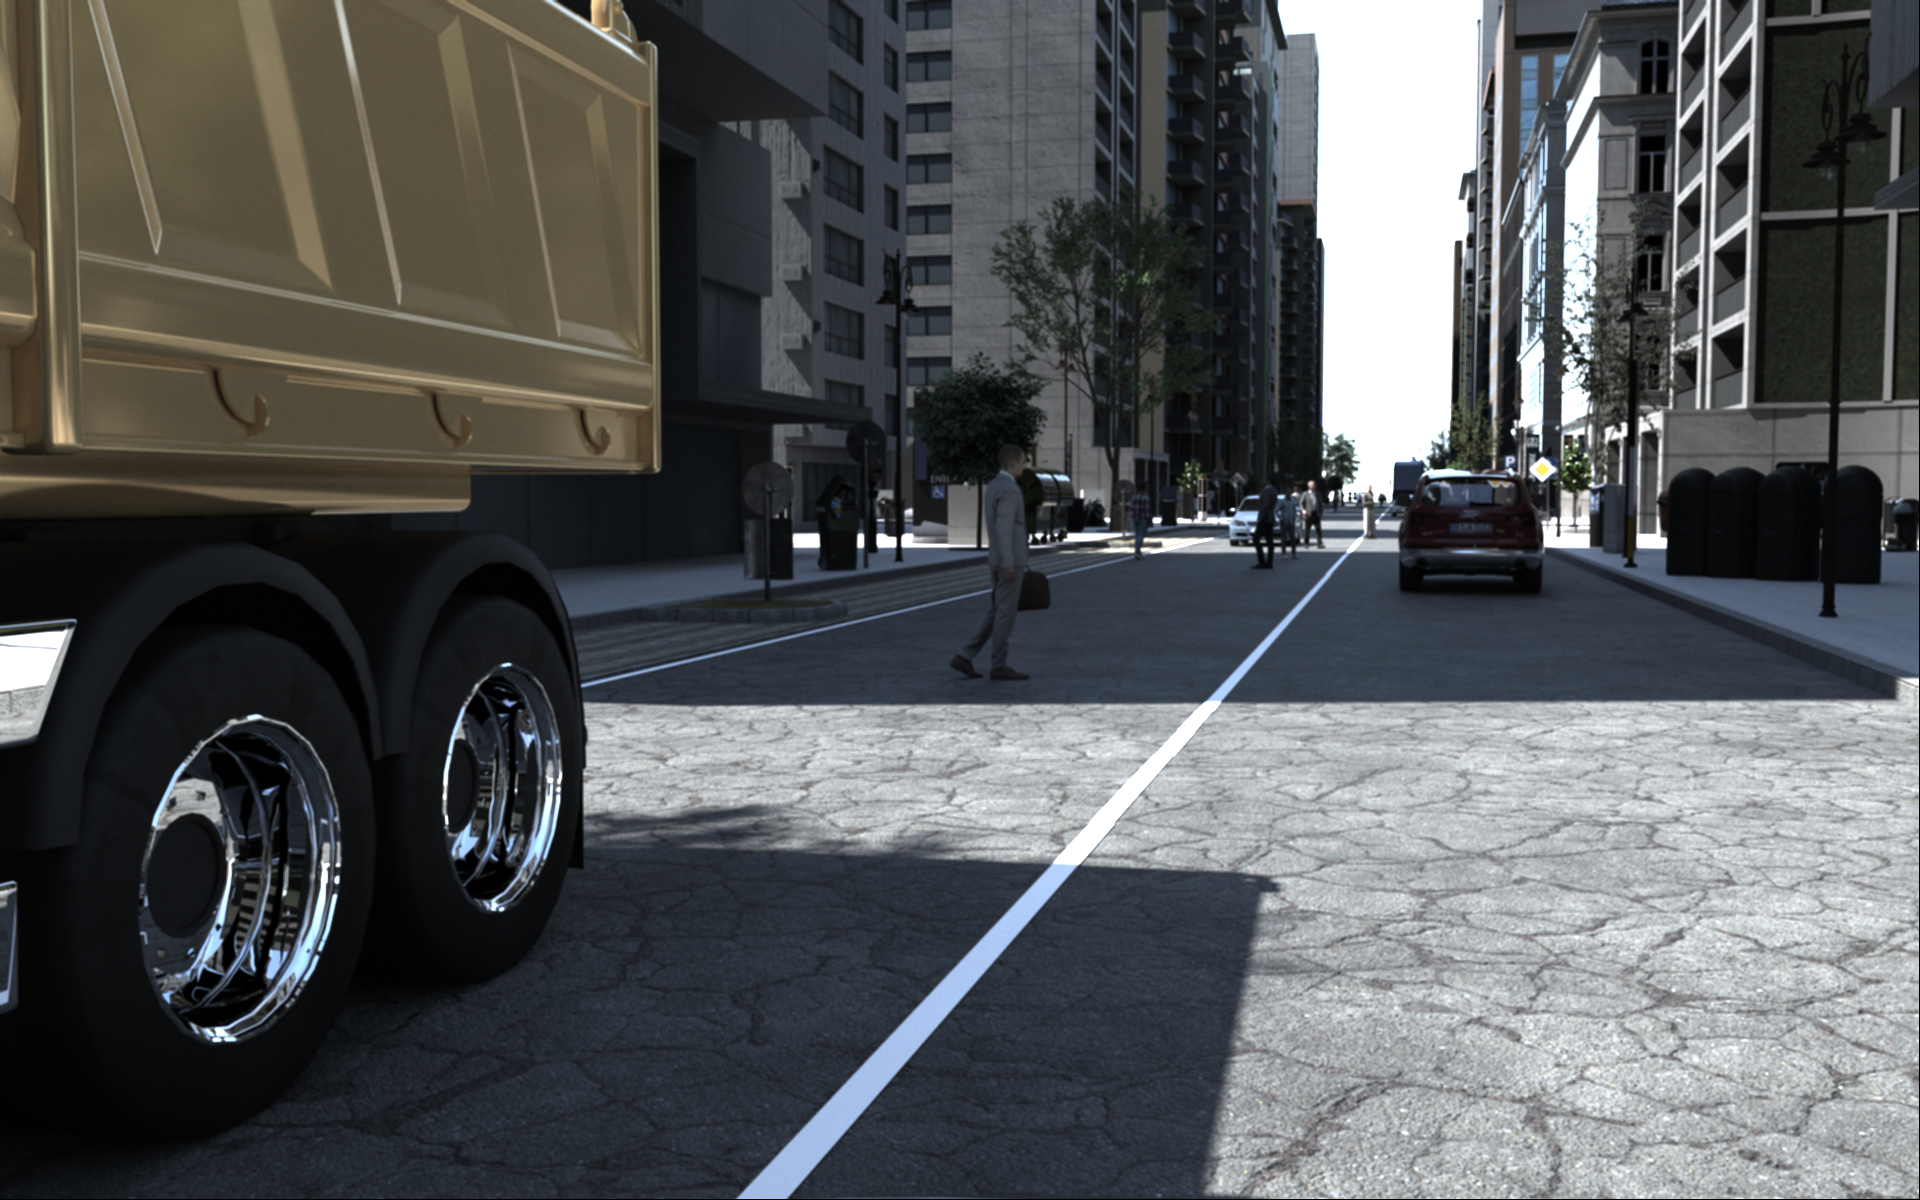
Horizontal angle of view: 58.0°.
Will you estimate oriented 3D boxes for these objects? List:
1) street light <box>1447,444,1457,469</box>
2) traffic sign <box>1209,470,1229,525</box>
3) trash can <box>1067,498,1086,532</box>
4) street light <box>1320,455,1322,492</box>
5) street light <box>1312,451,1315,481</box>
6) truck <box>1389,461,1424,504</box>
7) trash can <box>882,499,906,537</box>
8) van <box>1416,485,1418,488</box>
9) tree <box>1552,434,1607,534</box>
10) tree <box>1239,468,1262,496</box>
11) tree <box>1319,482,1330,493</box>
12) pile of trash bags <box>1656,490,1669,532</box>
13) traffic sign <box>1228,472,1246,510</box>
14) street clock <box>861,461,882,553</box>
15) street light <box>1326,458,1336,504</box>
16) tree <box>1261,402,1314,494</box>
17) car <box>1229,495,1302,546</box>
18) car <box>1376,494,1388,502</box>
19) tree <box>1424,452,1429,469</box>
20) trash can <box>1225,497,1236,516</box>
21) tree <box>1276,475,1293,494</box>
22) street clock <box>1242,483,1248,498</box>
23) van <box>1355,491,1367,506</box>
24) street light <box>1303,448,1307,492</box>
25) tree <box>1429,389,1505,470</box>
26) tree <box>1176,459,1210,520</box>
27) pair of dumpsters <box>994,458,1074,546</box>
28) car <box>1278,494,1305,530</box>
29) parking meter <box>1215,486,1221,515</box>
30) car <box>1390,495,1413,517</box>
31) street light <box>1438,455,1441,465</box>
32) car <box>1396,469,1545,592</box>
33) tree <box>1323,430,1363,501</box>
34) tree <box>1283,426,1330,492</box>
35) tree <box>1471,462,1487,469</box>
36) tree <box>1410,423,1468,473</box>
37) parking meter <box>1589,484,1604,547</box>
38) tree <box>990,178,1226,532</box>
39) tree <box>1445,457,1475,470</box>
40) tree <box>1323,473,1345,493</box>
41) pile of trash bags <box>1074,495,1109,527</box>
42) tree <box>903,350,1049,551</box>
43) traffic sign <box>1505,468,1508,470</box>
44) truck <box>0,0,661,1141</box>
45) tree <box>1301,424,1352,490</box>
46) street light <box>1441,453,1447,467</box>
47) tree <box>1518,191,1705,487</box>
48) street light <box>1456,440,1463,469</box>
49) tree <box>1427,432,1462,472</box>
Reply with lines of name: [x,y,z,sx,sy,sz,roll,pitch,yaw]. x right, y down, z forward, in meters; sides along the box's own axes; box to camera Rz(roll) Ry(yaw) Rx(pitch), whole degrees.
street light: [44.650,-11.269,157.028,0.468,5.910,1.993,1,4,14]
traffic sign: [10.575,-4.104,70.750,0.795,2.450,0.064,1,4,14]
trash can: [3.863,-2.853,58.307,0.748,1.137,0.748,0,3,0]
street light: [42.210,-14.050,202.501,0.468,5.910,1.993,1,4,14]
street light: [37.965,-13.049,186.136,0.468,5.910,1.993,1,4,14]
truck: [35.064,-8.871,134.800,2.967,4.110,18.799,1,4,13]
trash can: [-1.958,-2.450,51.712,0.748,1.137,0.748,0,3,0]
van: [18.234,-3.653,66.741,2.013,2.044,4.112,1,4,14]
tree: [19.971,-3.776,56.346,1.663,3.219,1.824,0,3,0]
tree: [19.407,-7.481,116.912,1.663,3.219,1.824,0,3,0]
tree: [52.151,-15.399,246.371,1.663,3.219,1.824,0,3,0]
pile of trash bags: [16.895,-1.755,38.454,3.447,1.369,1.912,-1,4,-22]
traffic sign: [12.549,-4.578,78.488,0.795,2.450,0.064,1,4,14]
street clock: [-1.923,-2.022,37.629,0.358,2.002,0.471,2,4,33]
street light: [50.161,-15.982,234.098,0.468,5.910,1.993,1,4,14]
tree: [25.751,-11.463,137.789,4.360,8.622,3.978,0,3,0]
car: [8.686,-2.265,49.038,2.014,1.417,4.499,1,4,15]
car: [73.756,-17.880,302.563,2.015,1.641,3.980,1,4,13]
tree: [59.228,-16.041,212.637,4.737,8.622,4.395,0,3,0]
trash can: [15.643,-5.415,100.187,0.748,1.137,0.748,0,3,0]
tree: [29.939,-10.130,160.228,1.663,3.219,1.824,0,3,0]
street clock: [18.493,-6.591,112.330,0.358,2.002,0.471,3,4,37]
van: [49.215,-12.499,211.365,2.013,2.044,4.112,1,4,13]
street light: [33.795,-12.053,169.856,0.468,5.910,1.993,1,4,14]
tree: [35.609,-10.406,120.494,4.737,8.622,4.395,0,3,0]
tree: [11.652,-5.668,87.273,1.663,3.219,1.824,0,3,0]
pair of dumpsters: [1.835,-2.602,45.034,1.574,2.255,4.437,1,4,14]
car: [12.579,-3.565,68.069,2.009,1.686,4.222,1,4,13]
parking meter: [15.918,-6.191,106.926,0.399,1.863,0.255,0,4,6]
car: [28.835,-6.080,111.776,2.083,1.381,4.827,1,4,13]
street light: [52.935,-13.278,189.879,0.468,5.910,1.993,1,4,14]
car: [7.930,-1.117,26.944,2.281,1.827,5.304,1,4,16]
tree: [67.380,-23.684,305.362,7.486,12.596,7.792,0,3,0]
tree: [39.225,-14.849,193.138,4.737,8.622,4.395,0,3,0]
tree: [31.286,-6.749,104.954,1.663,3.219,1.824,0,3,0]
tree: [63.286,-17.996,228.643,8.767,10.594,7.601,1,4,15]
parking meter: [15.408,-2.044,41.831,0.372,1.533,0.369,0,3,0]
tree: [5.138,-8.129,58.671,9.928,11.665,9.643,0,3,0]
tree: [44.136,-10.326,152.535,4.285,4.588,4.351,0,3,0]
tree: [55.979,-16.870,259.529,4.285,4.588,4.351,0,3,0]
pile of trash bags: [4.644,-3.618,68.906,1.912,1.369,3.447,-1,4,-10]
tree: [0.365,-3.423,39.678,4.285,4.588,4.351,0,3,0]
traffic sign: [21.419,-3.935,67.974,0.795,2.450,0.064,1,4,14]
truck: [-3.324,-0.361,1.819,3.469,3.379,9.791,1,4,12]
tree: [47.847,-17.851,226.271,7.601,10.594,8.767,2,4,32]
street light: [48.669,-12.259,173.229,0.468,5.910,1.993,1,4,14]
tree: [16.058,-5.668,43.030,4.360,8.622,3.978,0,3,0]
street light: [38.201,-9.718,131.675,0.468,5.910,1.993,1,4,14]
tree: [56.991,-15.407,202.270,4.360,8.622,3.978,0,3,0]
